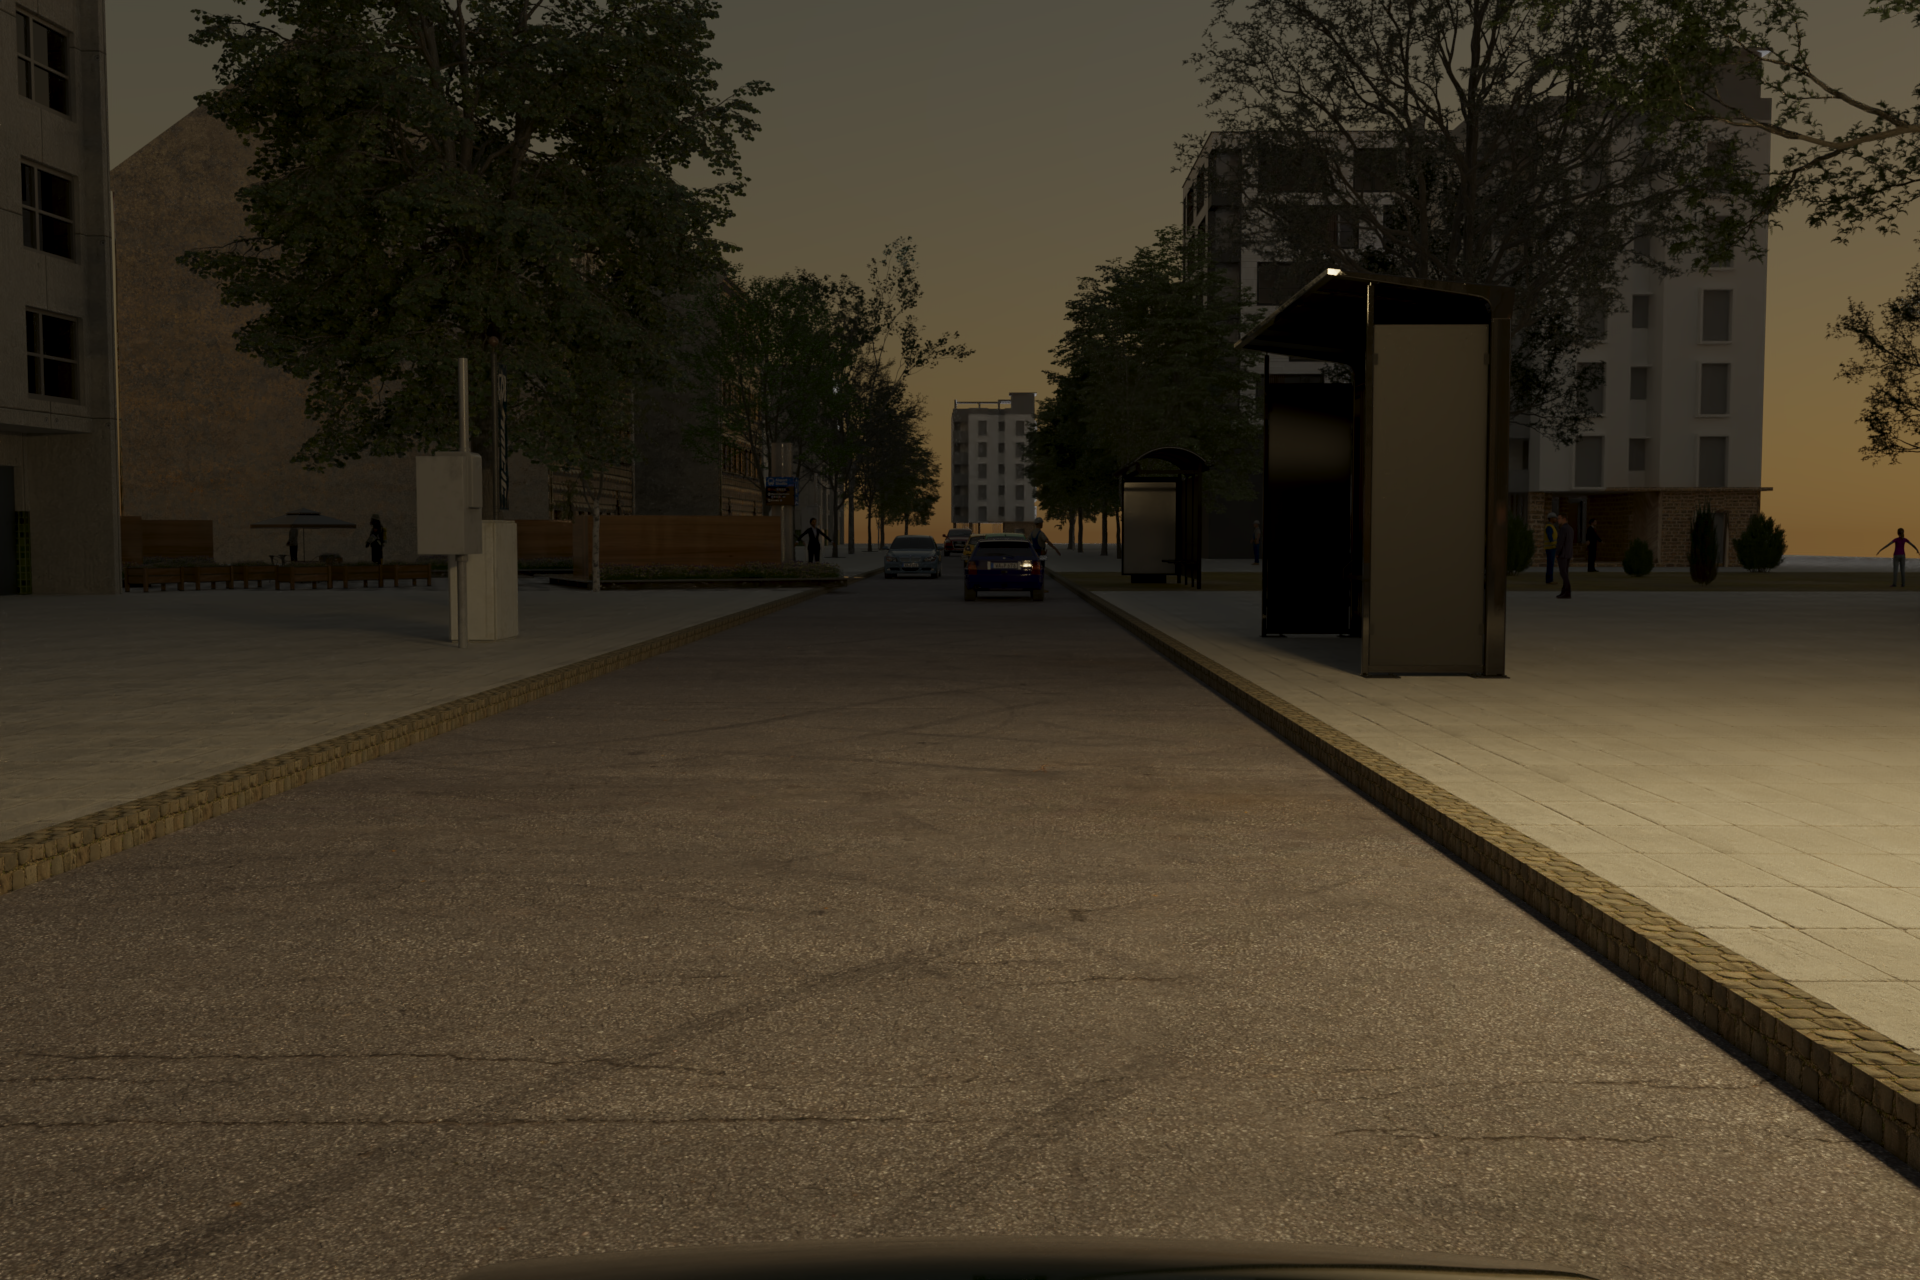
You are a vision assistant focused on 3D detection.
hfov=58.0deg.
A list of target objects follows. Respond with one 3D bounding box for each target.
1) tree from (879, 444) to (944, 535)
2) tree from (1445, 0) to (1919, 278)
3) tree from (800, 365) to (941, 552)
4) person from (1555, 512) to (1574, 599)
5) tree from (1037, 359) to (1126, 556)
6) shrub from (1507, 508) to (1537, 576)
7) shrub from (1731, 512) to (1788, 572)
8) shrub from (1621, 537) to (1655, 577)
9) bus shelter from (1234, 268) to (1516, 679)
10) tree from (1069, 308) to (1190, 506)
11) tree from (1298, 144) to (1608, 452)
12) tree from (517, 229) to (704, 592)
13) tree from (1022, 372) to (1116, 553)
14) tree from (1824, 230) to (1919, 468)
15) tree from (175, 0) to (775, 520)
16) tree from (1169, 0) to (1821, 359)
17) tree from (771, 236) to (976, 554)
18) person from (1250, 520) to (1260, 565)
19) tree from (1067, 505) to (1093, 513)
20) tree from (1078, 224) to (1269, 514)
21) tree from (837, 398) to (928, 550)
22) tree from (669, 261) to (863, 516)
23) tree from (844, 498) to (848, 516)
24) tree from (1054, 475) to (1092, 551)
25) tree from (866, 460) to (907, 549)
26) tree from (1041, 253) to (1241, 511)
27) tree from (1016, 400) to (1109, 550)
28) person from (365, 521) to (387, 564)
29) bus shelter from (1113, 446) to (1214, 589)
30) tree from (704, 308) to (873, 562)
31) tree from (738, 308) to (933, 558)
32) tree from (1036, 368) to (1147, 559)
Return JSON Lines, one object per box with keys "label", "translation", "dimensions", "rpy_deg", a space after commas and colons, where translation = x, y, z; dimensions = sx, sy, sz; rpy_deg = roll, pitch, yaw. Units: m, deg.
{"label": "tree", "translation": [-7.011, -19.754, 229.628], "dimensions": [9.857, 13.997, 8.962], "rpy_deg": [0, 3, 0]}
{"label": "tree", "translation": [7.423, -4.685, 11.019], "dimensions": [8.767, 10.594, 7.601], "rpy_deg": [0, 4, 1]}
{"label": "tree", "translation": [-6.579, -13.143, 125.253], "dimensions": [12.009, 13.543, 11.850], "rpy_deg": [0, 3, 0]}
{"label": "person", "translation": [12.048, -1.687, 34.548], "dimensions": [0.541, 1.710, 0.530], "rpy_deg": [-3, 4, -38]}
{"label": "tree", "translation": [8.451, -11.327, 103.328], "dimensions": [7.486, 12.596, 7.792], "rpy_deg": [0, 3, 0]}
{"label": "shrub", "translation": [16.889, -3.018, 53.386], "dimensions": [1.661, 2.075, 1.752], "rpy_deg": [0, 3, 0]}
{"label": "shrub", "translation": [26.849, -3.309, 58.145], "dimensions": [1.661, 2.075, 1.752], "rpy_deg": [0, 3, 0]}
{"label": "shrub", "translation": [20.197, -2.475, 51.583], "dimensions": [1.383, 1.207, 1.383], "rpy_deg": [0, 3, 0]}
{"label": "bus shelter", "translation": [4.180, -1.661, 18.435], "dimensions": [1.731, 3.624, 6.357], "rpy_deg": [0, 4, 1]}
{"label": "tree", "translation": [5.261, -6.546, 57.388], "dimensions": [4.360, 8.622, 3.978], "rpy_deg": [0, 3, 0]}
{"label": "tree", "translation": [11.657, -6.518, 40.988], "dimensions": [7.601, 10.594, 8.767], "rpy_deg": [2, 4, 25]}
{"label": "tree", "translation": [-8.204, -5.364, 38.071], "dimensions": [4.360, 8.622, 3.978], "rpy_deg": [0, 3, 0]}
{"label": "tree", "translation": [7.994, -12.333, 119.775], "dimensions": [7.486, 12.596, 7.792], "rpy_deg": [0, 3, 0]}
{"label": "tree", "translation": [28.900, -7.015, 49.114], "dimensions": [8.767, 10.594, 7.601], "rpy_deg": [-3, 5, -41]}
{"label": "tree", "translation": [-7.948, -7.466, 28.728], "dimensions": [9.857, 13.997, 8.962], "rpy_deg": [0, 3, 0]}
{"label": "tree", "translation": [7.818, -7.164, 27.508], "dimensions": [12.009, 13.543, 11.850], "rpy_deg": [0, 3, 0]}
{"label": "tree", "translation": [-5.730, -15.519, 109.621], "dimensions": [12.611, 20.169, 13.585], "rpy_deg": [0, 3, 0]}
{"label": "person", "translation": [12.243, -4.027, 71.691], "dimensions": [0.705, 1.847, 1.347], "rpy_deg": [0, 4, 0]}
{"label": "tree", "translation": [15.364, -18.998, 236.373], "dimensions": [9.928, 11.665, 9.643], "rpy_deg": [0, 3, 0]}
{"label": "tree", "translation": [7.850, -8.944, 64.363], "dimensions": [7.486, 12.596, 7.792], "rpy_deg": [0, 3, 0]}
{"label": "tree", "translation": [-6.180, -13.398, 137.185], "dimensions": [7.486, 12.596, 7.792], "rpy_deg": [0, 3, 0]}
{"label": "tree", "translation": [-7.396, -8.575, 65.961], "dimensions": [9.928, 11.665, 9.643], "rpy_deg": [0, 3, 0]}
{"label": "tree", "translation": [-16.495, -17.232, 232.100], "dimensions": [4.737, 8.622, 4.395], "rpy_deg": [0, 3, 0]}
{"label": "tree", "translation": [8.782, -11.191, 133.329], "dimensions": [4.737, 8.622, 4.395], "rpy_deg": [0, 3, 0]}
{"label": "tree", "translation": [-7.016, -11.856, 144.214], "dimensions": [4.360, 8.622, 3.978], "rpy_deg": [0, 3, 0]}
{"label": "tree", "translation": [8.542, -10.529, 78.797], "dimensions": [9.857, 13.997, 8.962], "rpy_deg": [0, 3, 0]}
{"label": "tree", "translation": [9.198, -14.446, 142.845], "dimensions": [9.857, 13.997, 8.962], "rpy_deg": [0, 3, 0]}
{"label": "person", "translation": [-22.244, -3.671, 66.162], "dimensions": [1.346, 1.812, 0.704], "rpy_deg": [3, 4, 38]}
{"label": "bus shelter", "translation": [4.914, -2.976, 42.588], "dimensions": [2.014, 3.302, 5.546], "rpy_deg": [0, 4, 2]}
{"label": "tree", "translation": [-7.836, -9.404, 79.512], "dimensions": [9.928, 11.665, 9.643], "rpy_deg": [0, 3, 0]}
{"label": "tree", "translation": [-6.632, -11.197, 93.444], "dimensions": [12.009, 13.543, 11.850], "rpy_deg": [0, 3, 0]}
{"label": "tree", "translation": [8.232, -9.468, 89.216], "dimensions": [8.767, 10.594, 7.601], "rpy_deg": [0, 4, -1]}
